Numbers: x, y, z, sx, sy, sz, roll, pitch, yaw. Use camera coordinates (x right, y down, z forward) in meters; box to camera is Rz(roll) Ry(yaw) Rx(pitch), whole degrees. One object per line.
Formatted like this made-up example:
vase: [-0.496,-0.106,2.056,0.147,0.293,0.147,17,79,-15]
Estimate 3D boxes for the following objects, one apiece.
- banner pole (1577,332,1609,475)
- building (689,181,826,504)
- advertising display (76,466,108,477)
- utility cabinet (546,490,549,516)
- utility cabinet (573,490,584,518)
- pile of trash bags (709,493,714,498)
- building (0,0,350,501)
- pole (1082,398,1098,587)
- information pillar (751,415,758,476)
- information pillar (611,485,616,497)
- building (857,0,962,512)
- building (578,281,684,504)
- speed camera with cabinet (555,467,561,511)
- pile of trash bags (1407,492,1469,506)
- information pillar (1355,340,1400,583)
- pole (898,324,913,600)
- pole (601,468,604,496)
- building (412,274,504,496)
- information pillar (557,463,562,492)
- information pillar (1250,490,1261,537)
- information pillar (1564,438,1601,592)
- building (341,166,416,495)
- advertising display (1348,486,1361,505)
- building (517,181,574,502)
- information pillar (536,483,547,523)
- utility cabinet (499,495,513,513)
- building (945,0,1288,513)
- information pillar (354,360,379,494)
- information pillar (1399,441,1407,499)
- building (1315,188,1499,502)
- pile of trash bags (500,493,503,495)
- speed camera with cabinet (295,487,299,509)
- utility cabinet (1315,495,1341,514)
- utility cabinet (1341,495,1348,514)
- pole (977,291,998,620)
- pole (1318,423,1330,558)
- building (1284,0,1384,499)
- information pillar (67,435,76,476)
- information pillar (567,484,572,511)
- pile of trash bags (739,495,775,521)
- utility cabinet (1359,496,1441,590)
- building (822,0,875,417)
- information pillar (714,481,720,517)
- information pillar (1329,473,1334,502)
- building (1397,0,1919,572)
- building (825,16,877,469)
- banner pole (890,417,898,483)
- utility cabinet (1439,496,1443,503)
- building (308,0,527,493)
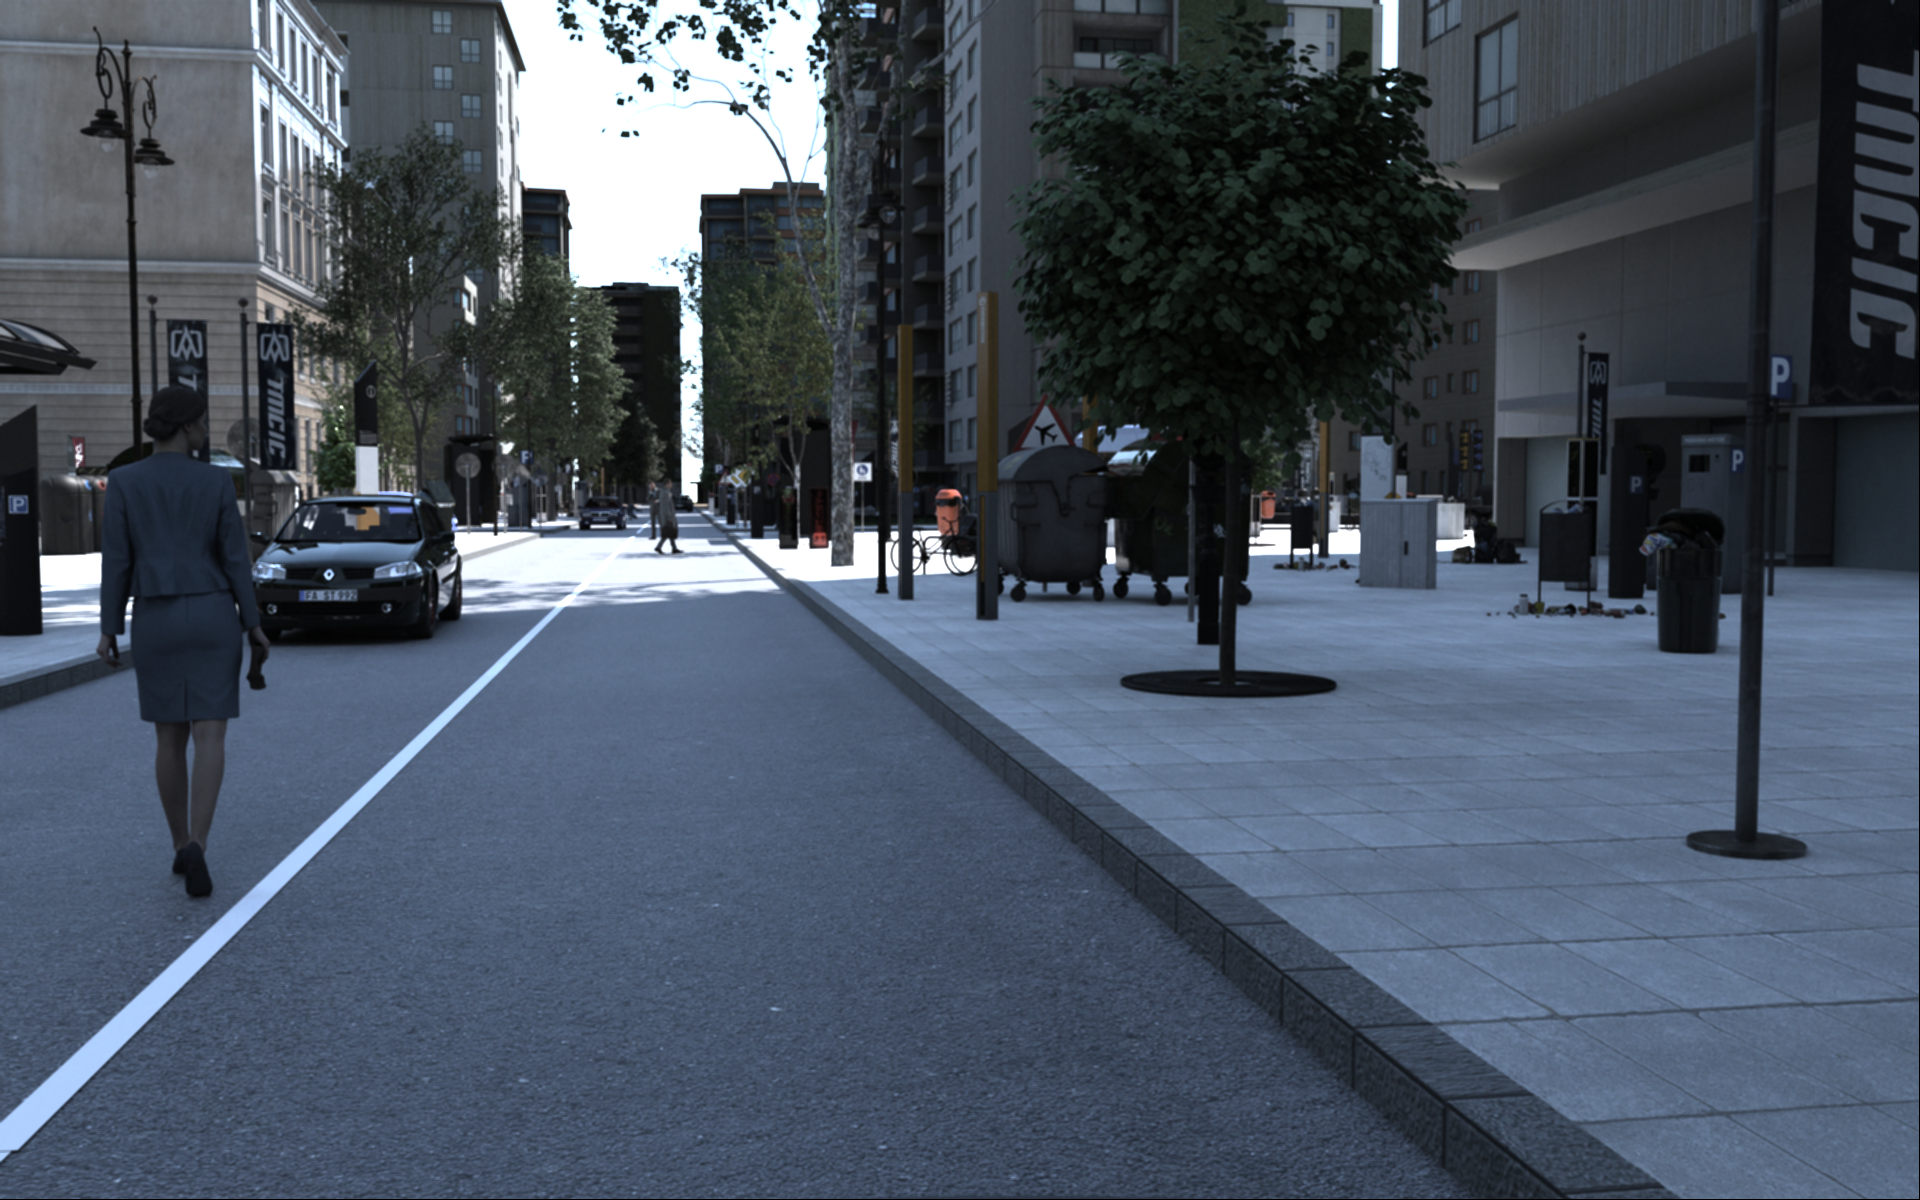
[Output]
banner pole: [9.803,-2.261,26.979,0.863,3.779,0.401,-2,4,-29]
building: [-23.906,-36.123,245.232,28.867,44.769,22.147,-1,4,-9]
advertising display: [-20.189,-2.159,40.508,0.974,1.923,0.123,1,4,12]
utility cabinet: [-24.368,-5.708,102.007,0.318,1.500,1.173,0,4,4]
utility cabinet: [-20.260,-5.098,92.038,0.318,1.500,1.173,-2,4,-24]
pile of trash bags: [-18.818,-7.703,135.701,1.912,1.369,3.447,1,4,15]
building: [-37.068,-18.037,80.815,13.634,28.700,20.117,-1,4,-9]
pole: [1.788,-1.833,23.810,0.158,3.312,0.155,0,3,0]
information pillar: [-6.029,-3.646,50.959,0.183,3.616,0.504,0,4,8]
information pillar: [-27.558,-8.146,137.682,0.304,2.012,0.304,1,4,12]
building: [4.548,-28.383,118.693,22.147,44.769,28.867,-1,4,-9]
building: [-45.366,-28.565,238.742,14.107,30.474,14.160,-1,4,-9]
speed camera with cabinet: [-29.638,-8.124,127.166,0.660,3.252,2.038,-1,4,-11]
pile of trash bags: [22.753,-4.448,82.471,3.447,1.369,1.912,2,4,30]
information pillar: [5.952,-2.043,24.762,0.504,3.616,0.183,3,5,40]
pole: [-0.660,-1.659,20.973,0.158,3.312,0.155,0,3,0]
pole: [-27.407,-8.506,132.909,0.158,3.312,0.155,0,3,0]
building: [-54.908,-18.567,148.616,27.650,21.520,28.899,-1,4,-9]
information pillar: [-30.544,-8.616,132.223,0.504,3.616,0.183,2,4,33]
information pillar: [8.736,-2.868,51.385,0.304,2.012,0.304,-1,4,-11]
information pillar: [8.232,-1.127,22.911,0.304,2.012,0.304,-1,4,-21]
building: [-41.916,-17.672,108.018,14.460,24.649,34.723,-1,4,-9]
advertising display: [22.554,-5.715,98.660,0.974,1.923,0.123,3,5,42]
building: [-67.971,-35.653,237.548,28.867,44.769,22.147,-1,4,-9]
information pillar: [-18.301,-4.356,75.712,0.304,2.012,0.304,2,4,26]
utility cabinet: [-31.069,-6.587,118.852,1.020,1.237,0.306,1,4,12]
building: [7.081,-24.554,85.058,14.086,41.232,14.154,-1,4,-9]
information pillar: [-10.331,-2.376,30.206,0.183,3.616,0.504,2,4,24]
information pillar: [19.525,-5.210,76.540,0.504,3.616,0.183,-1,4,-13]
building: [38.669,-15.372,96.378,28.899,21.520,27.650,-1,4,-9]
pile of trash bags: [-33.060,-7.204,127.538,1.912,1.369,3.447,-3,5,-40]
speed camera with cabinet: [-13.709,-2.361,32.942,2.038,3.252,0.660,-1,4,-8]
utility cabinet: [14.916,-3.632,70.542,0.306,1.237,1.020,-2,4,-32]
utility cabinet: [22.523,-5.537,101.687,1.020,1.237,0.306,2,4,29]
pole: [0.279,-1.453,17.599,0.158,3.312,0.155,0,3,0]
pole: [7.314,-2.502,34.752,0.158,3.312,0.155,0,3,0]
building: [32.193,-40.360,201.884,28.212,58.520,21.231,-1,4,-9]
information pillar: [-34.901,-4.700,68.207,0.504,3.616,0.183,1,4,18]
information pillar: [-28.825,-7.539,127.760,0.304,2.012,0.304,0,4,-6]
pile of trash bags: [-9.767,-4.542,84.014,1.912,1.369,3.447,-1,4,-8]
utility cabinet: [5.975,-0.764,23.646,1.020,1.237,0.306,3,5,41]
building: [-6.242,-53.623,189.401,22.319,86.520,31.000,-1,4,-9]
information pillar: [-13.878,-5.767,98.780,0.304,2.012,0.304,0,4,-4]
information pillar: [12.681,-3.378,59.721,0.304,2.012,0.304,3,5,42]
building: [25.730,-26.949,29.858,28.713,52.752,27.495,-1,4,-9]
building: [-4.258,-28.727,153.275,14.154,41.232,14.086,-1,4,-9]
banner pole: [-1.725,-3.616,49.143,0.863,3.779,0.401,3,4,37]
utility cabinet: [18.808,-3.559,69.349,1.020,1.237,0.306,1,4,10]
building: [-60.988,-36.381,184.065,27.495,52.752,28.713,-1,4,-9]
